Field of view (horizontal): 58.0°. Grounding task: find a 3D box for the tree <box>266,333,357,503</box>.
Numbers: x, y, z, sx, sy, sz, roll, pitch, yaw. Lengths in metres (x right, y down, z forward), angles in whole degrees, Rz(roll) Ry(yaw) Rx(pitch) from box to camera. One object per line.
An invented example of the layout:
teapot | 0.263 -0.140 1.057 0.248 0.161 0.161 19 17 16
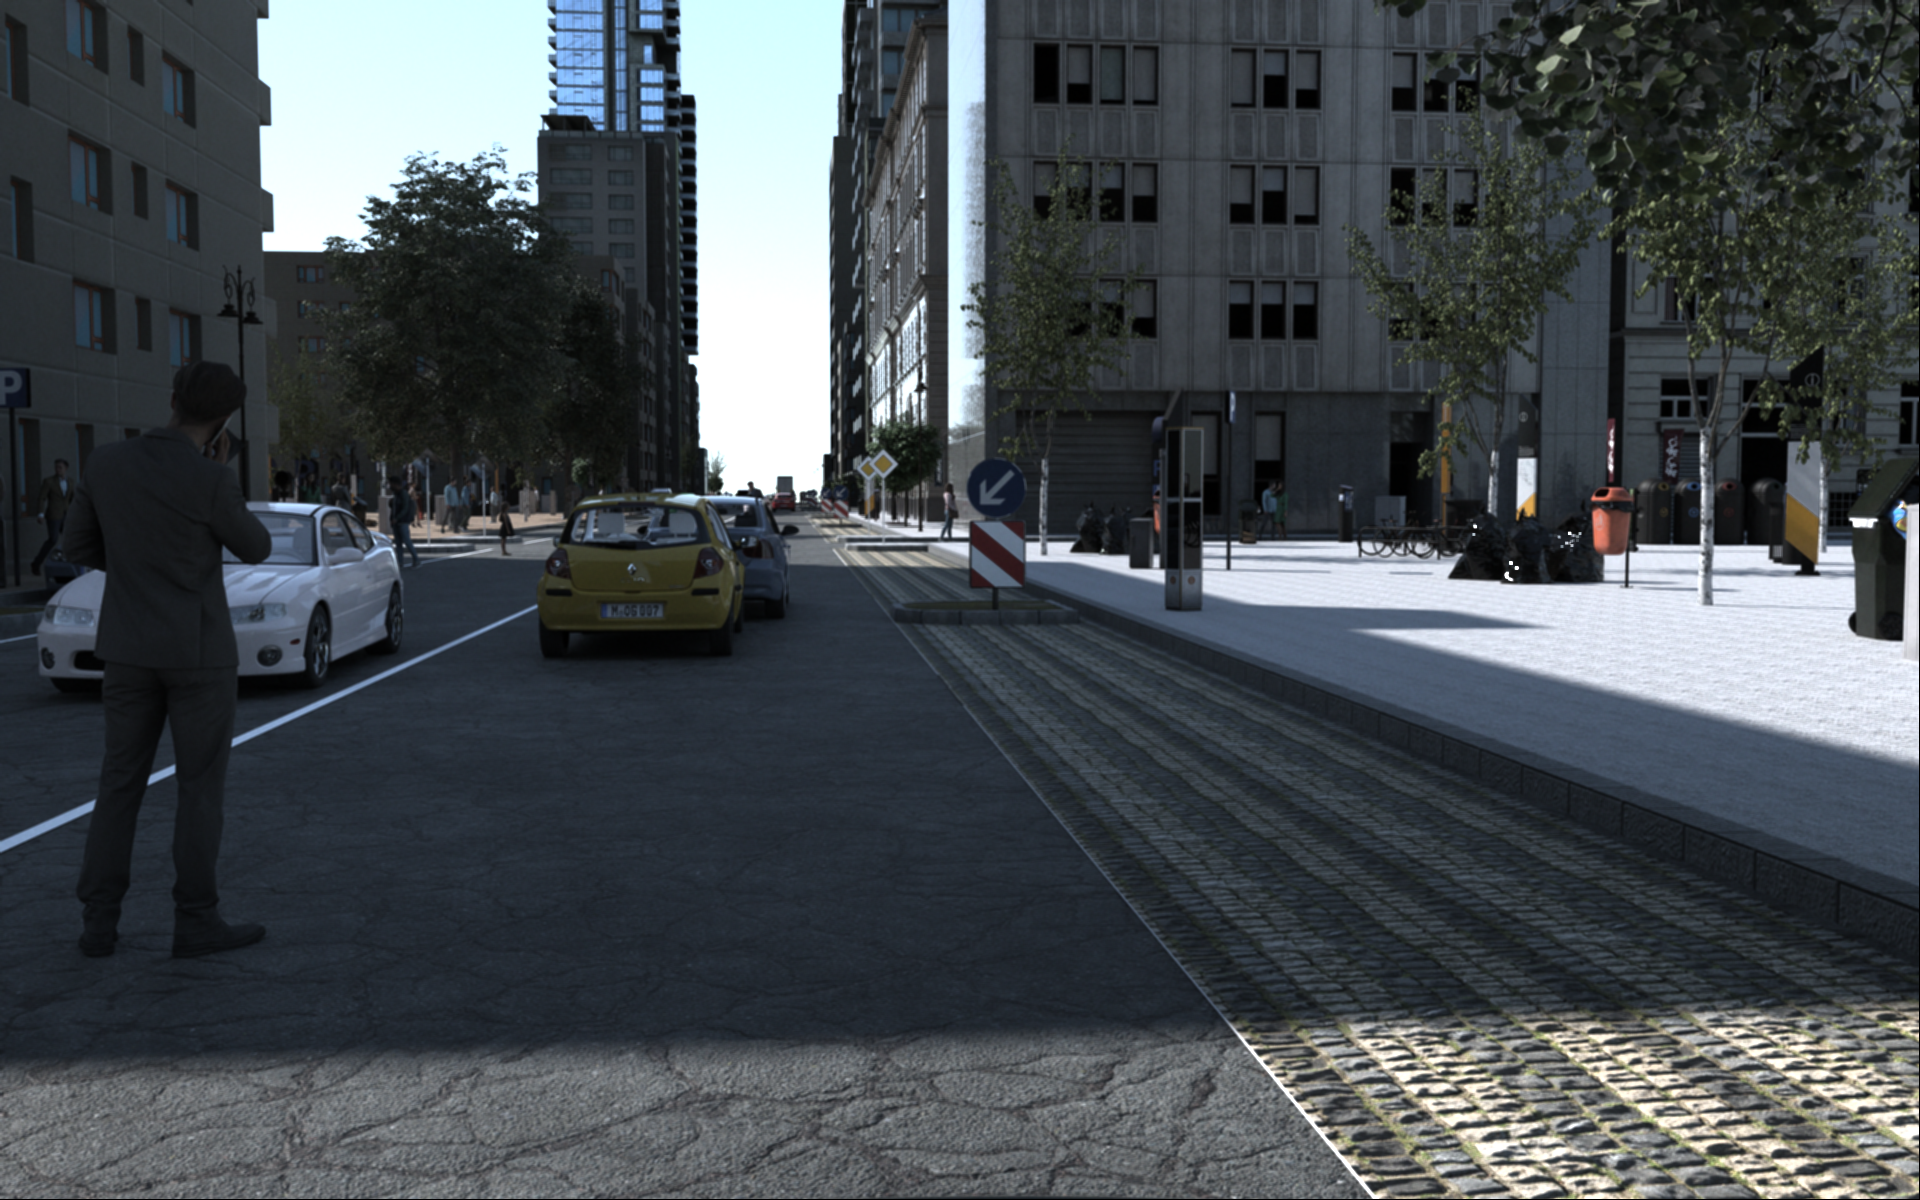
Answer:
tree | -30.551 -7.900 79.531 4.737 8.622 4.395 0 3 0

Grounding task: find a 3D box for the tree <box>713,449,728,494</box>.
tree | -38.703 -19.766 273.530 4.737 8.622 4.395 0 3 0

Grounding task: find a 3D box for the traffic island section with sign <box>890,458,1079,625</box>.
traffic island section with sign | 0.220 -0.682 19.781 1.989 1.847 2.006 0 4 -6

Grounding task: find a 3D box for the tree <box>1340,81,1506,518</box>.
tree | 9.030 -4.862 29.864 4.737 8.622 4.395 0 3 0

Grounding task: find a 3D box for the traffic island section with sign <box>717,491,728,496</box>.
traffic island section with sign | -34.888 -15.328 259.237 1.989 1.847 2.006 0 4 -6

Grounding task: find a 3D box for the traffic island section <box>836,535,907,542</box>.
traffic island section | -2.710 -1.839 52.341 2.009 0.180 2.903 0 4 -6

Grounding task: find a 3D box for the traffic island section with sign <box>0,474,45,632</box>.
traffic island section with sign | -10.864 -0.615 18.687 1.989 1.847 2.006 0 4 -6

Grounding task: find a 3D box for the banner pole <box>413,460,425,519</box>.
banner pole | -28.054 -6.096 89.687 0.401 3.779 0.863 1 4 21

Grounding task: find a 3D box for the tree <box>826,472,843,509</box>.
tree | -9.282 -8.792 138.349 1.663 3.219 1.824 0 3 0

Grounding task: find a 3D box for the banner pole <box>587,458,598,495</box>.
banner pole | -20.919 -6.659 98.884 0.863 3.779 0.401 -3 5 -45

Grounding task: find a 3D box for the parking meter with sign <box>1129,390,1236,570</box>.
parking meter with sign | 3.776 -2.037 29.567 1.738 3.016 0.543 1 4 19

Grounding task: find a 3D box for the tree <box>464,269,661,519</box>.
tree | -20.028 -10.480 88.359 9.611 12.733 9.660 0 3 0

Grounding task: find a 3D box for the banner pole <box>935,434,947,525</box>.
banner pole | -0.761 -5.018 72.056 0.863 3.779 0.401 3 5 42

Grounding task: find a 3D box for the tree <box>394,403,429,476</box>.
tree | -36.367 -9.860 111.579 4.360 8.622 3.978 0 3 0

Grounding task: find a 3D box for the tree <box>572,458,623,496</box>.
tree | -21.639 -7.283 102.784 4.285 4.588 4.351 0 3 0

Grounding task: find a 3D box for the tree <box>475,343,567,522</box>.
tree | -20.485 -7.959 80.495 4.737 8.622 4.395 0 3 0

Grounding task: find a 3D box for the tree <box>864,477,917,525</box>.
tree | -2.826 -4.929 75.195 1.663 3.219 1.824 0 3 0

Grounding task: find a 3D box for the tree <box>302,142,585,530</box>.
tree | -18.364 -9.530 62.478 9.857 13.997 8.962 0 3 0

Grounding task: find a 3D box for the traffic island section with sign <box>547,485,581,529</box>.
traffic island section with sign | -16.287 -3.939 73.026 1.989 1.847 2.006 0 4 -6

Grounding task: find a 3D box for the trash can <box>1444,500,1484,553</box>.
trash can | 10.865 -1.586 37.585 0.748 1.137 0.748 0 3 0

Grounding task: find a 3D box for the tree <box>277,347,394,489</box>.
tree | -30.729 -8.257 85.371 4.360 8.622 3.978 0 3 0

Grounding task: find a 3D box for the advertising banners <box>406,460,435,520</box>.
advertising banners | -26.731 -5.477 85.729 2.074 3.025 0.090 2 4 34

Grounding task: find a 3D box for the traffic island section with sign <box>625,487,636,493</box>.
traffic island section with sign | -18.965 -5.579 99.848 1.989 1.847 2.006 0 4 -6

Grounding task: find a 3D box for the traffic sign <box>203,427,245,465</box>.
traffic sign | -13.979 -2.027 32.880 0.795 2.593 0.064 0 4 -2

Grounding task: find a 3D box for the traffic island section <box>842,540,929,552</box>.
traffic island section | -1.917 -1.353 44.396 2.009 0.180 2.903 0 4 -6

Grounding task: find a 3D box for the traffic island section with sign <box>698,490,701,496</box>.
traffic island section with sign | -26.628 -10.269 176.531 1.989 1.847 2.006 0 4 -6

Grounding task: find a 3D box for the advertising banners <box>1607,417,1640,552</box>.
advertising banners | 14.910 -2.620 39.017 0.090 3.025 2.074 0 4 2

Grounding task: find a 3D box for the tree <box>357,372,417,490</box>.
tree | -33.601 -9.298 102.390 4.737 8.622 4.395 0 3 0

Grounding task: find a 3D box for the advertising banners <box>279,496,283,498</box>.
advertising banners | -44.764 -7.099 112.253 2.074 3.025 0.090 -1 4 -10

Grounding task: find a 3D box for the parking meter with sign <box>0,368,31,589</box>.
parking meter with sign | -13.283 -1.650 23.232 0.543 3.016 1.738 1 4 11

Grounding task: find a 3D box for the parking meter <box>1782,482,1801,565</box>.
parking meter | 15.150 -1.409 31.444 0.372 1.533 0.369 0 3 0

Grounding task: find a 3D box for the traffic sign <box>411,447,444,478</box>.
traffic sign | -13.279 -2.508 43.202 0.795 2.593 0.064 0 4 -6

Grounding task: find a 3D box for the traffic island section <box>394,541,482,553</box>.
traffic island section | -13.302 -1.284 43.267 2.009 0.180 2.903 0 4 -6

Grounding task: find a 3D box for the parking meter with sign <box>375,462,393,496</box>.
parking meter with sign | -30.996 -5.954 93.604 0.543 3.016 1.738 -3 5 -41

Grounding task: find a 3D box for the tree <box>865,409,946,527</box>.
tree | -2.155 -5.110 67.256 4.285 4.588 4.351 0 3 0

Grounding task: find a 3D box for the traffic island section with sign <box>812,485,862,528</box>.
traffic island section with sign | -5.234 -4.011 74.216 1.989 1.847 2.006 0 4 -6

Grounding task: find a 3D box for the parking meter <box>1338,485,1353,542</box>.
parking meter | 10.268 -2.304 46.089 0.372 1.533 0.369 0 3 0

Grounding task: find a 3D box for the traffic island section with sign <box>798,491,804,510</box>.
traffic island section with sign | -12.903 -8.713 151.088 1.989 1.847 2.006 0 4 -6

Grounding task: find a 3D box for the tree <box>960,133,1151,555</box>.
tree | 1.844 -5.259 36.341 4.737 8.622 4.395 0 3 0

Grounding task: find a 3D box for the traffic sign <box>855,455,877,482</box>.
traffic sign | -2.733 -3.062 52.256 0.795 2.593 0.064 0 4 -6

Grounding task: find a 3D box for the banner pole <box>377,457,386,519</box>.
banner pole | -30.259 -6.160 90.732 0.863 3.779 0.401 3 5 42

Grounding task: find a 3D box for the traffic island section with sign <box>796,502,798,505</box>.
traffic island section with sign | -15.606 -10.366 178.117 1.989 1.847 2.006 0 4 -6

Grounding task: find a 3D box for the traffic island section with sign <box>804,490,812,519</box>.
traffic island section with sign | -7.924 -5.652 101.037 1.989 1.847 2.006 0 4 -6

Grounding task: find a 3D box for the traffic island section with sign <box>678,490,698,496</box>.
traffic island section with sign | -23.931 -8.619 149.542 1.989 1.847 2.006 0 4 -6

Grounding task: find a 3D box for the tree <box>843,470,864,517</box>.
tree | -5.172 -6.254 96.851 1.663 3.219 1.824 0 3 0

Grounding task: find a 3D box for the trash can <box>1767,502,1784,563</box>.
trash can | 15.422 -1.261 32.278 0.748 1.137 0.748 0 3 0

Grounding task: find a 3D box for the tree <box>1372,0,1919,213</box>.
tree | 4.058 -5.971 4.285 9.857 13.997 8.962 0 3 0

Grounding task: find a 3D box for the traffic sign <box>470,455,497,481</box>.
traffic sign | -14.073 -2.994 51.148 0.795 2.593 0.064 0 4 -6

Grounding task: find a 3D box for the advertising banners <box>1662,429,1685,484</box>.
advertising banners | 18.408 -3.093 46.757 2.074 3.025 0.090 2 4 28

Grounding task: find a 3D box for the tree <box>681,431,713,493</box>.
tree | -32.053 -15.365 201.586 4.737 8.622 4.395 0 3 0

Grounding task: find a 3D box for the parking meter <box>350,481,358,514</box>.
parking meter | -27.295 -4.423 78.025 0.255 1.863 0.399 -3 5 -39

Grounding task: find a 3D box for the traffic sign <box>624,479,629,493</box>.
traffic sign | -22.172 -6.867 114.410 0.606 2.300 0.079 0 4 -2

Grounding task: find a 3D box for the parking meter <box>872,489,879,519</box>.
parking meter | -4.349 -4.949 89.333 0.372 1.533 0.369 0 3 0

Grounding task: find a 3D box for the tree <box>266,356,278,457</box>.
tree | -35.596 -8.266 85.503 4.360 8.622 3.978 0 3 0

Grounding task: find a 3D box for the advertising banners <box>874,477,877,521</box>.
advertising banners | -3.968 -5.203 81.253 0.090 3.025 2.074 0 4 0

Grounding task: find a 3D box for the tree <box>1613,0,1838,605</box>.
tree | 8.591 -4.229 19.515 4.737 8.622 4.395 0 3 0

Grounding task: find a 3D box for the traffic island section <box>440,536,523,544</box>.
traffic island section | -14.096 -1.770 51.213 2.009 0.180 2.903 0 4 -6

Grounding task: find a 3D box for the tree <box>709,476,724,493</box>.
tree | -40.028 -18.274 282.485 4.285 4.588 4.351 0 3 0

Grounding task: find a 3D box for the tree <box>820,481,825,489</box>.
tree | -16.268 -13.351 212.896 1.663 3.219 1.824 0 3 0
